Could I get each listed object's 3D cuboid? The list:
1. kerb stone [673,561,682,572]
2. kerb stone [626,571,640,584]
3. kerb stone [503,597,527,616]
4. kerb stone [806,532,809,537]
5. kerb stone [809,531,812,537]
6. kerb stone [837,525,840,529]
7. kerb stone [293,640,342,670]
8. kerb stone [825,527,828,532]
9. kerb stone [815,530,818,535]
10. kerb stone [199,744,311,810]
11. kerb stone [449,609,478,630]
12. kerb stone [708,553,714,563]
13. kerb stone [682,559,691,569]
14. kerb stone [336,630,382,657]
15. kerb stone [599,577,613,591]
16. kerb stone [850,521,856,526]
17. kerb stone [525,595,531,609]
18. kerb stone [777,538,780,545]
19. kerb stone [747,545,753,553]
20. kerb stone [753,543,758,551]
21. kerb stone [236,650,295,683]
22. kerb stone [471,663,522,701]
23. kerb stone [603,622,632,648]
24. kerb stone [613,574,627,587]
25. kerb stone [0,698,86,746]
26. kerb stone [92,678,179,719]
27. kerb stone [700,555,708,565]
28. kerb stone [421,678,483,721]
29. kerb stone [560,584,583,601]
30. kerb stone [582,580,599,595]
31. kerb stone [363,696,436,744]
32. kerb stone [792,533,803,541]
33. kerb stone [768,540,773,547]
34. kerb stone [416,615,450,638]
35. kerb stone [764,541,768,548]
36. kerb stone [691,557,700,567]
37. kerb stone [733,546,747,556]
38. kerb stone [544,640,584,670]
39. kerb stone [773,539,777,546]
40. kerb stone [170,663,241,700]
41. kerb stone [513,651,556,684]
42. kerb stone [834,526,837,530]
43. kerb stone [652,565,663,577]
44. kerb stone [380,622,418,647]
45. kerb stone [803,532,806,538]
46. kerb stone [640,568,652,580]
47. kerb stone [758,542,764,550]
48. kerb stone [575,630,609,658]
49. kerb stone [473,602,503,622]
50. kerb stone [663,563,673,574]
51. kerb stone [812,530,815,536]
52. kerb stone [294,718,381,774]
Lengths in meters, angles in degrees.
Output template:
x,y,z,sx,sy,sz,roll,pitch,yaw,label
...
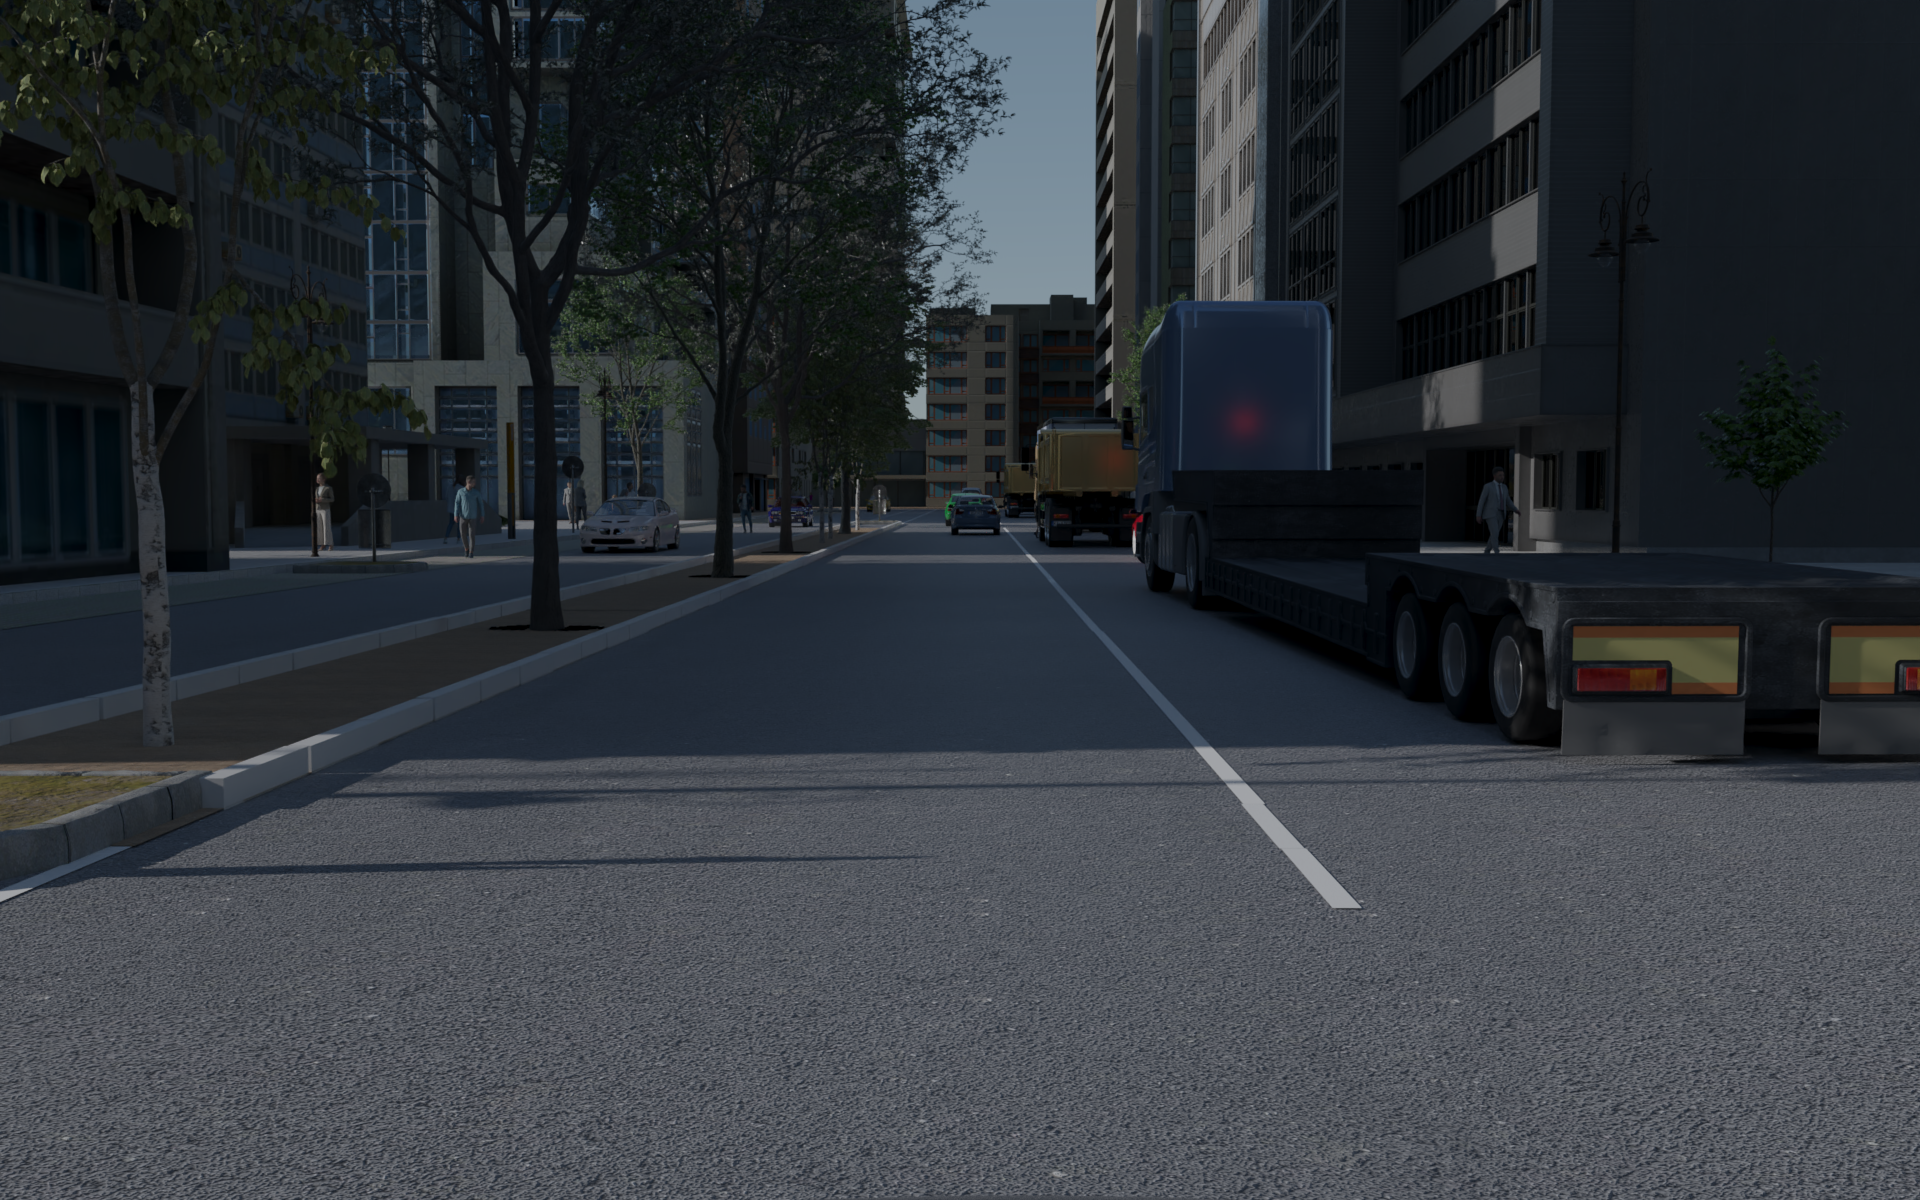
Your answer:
x,y,z,sx,sy,sz,roll,pitch,yaw,label
-5.307,-0.594,31.905,0.120,0.150,1.000,0,4,0,kerb stone
-5.330,-0.343,27.808,0.120,0.150,1.000,0,4,0,kerb stone
-5.385,0.095,20.647,0.120,0.150,1.000,0,4,0,kerb stone
-5.100,-2.098,56.500,0.120,0.150,1.000,0,4,0,kerb stone
-5.103,-2.161,57.523,0.120,0.150,1.000,0,4,0,kerb stone
-4.991,-2.969,70.830,0.120,0.150,1.000,0,4,0,kerb stone
-5.439,0.471,14.503,0.120,0.150,1.000,0,4,0,kerb stone
-5.046,-2.526,63.665,0.120,0.150,1.000,0,4,0,kerb stone
-5.087,-2.284,59.574,0.120,0.150,1.000,0,4,0,kerb stone
-3.391,0.851,8.344,0.120,0.150,1.000,0,4,0,kerb stone
-5.407,0.227,18.601,0.120,0.150,1.000,0,4,0,kerb stone
-5.271,-0.845,36.011,0.120,0.150,1.000,0,4,0,kerb stone
-5.299,-0.653,32.932,0.120,0.150,1.000,0,4,0,kerb stone
-5.439,0.408,15.525,0.120,0.150,1.000,0,4,0,kerb stone
-5.357,-0.217,25.764,0.120,0.150,1.000,0,4,0,kerb stone
-4.919,-3.600,81.063,0.120,0.150,1.000,0,4,0,kerb stone
-5.390,0.033,21.669,0.120,0.150,1.000,0,4,0,kerb stone
-5.180,-1.593,48.307,0.120,0.150,1.000,0,4,0,kerb stone
-5.218,-1.219,42.155,0.120,0.150,1.000,0,4,0,kerb stone
-5.214,-1.283,43.177,0.120,0.150,1.000,0,4,0,kerb stone
-5.453,0.533,13.481,0.120,0.150,1.000,0,4,0,kerb stone
-3.359,0.597,12.453,0.120,0.150,1.000,0,4,0,kerb stone
-3.324,0.345,16.555,0.120,0.150,1.000,0,4,0,kerb stone
-5.350,-0.279,26.786,0.120,0.150,1.000,0,4,0,kerb stone
-5.480,0.723,10.399,0.120,0.150,1.000,0,4,0,kerb stone
-5.466,0.658,11.435,0.120,0.150,1.000,0,4,0,kerb stone
-5.284,-0.780,34.987,0.120,0.150,1.000,0,4,0,kerb stone
-3.368,0.659,11.422,0.120,0.150,1.000,0,4,0,kerb stone
-5.372,-0.093,23.713,0.120,0.150,1.000,0,4,0,kerb stone
-5.364,-0.155,24.742,0.120,0.150,1.000,0,4,0,kerb stone
-3.378,0.727,10.394,0.120,0.150,1.000,0,4,0,kerb stone
-5.124,-1.969,54.448,0.120,0.150,1.000,0,4,0,kerb stone
-5.189,-1.465,46.246,0.120,0.150,1.000,0,4,0,kerb stone
-5.417,0.282,17.579,0.120,0.150,1.000,0,4,0,kerb stone
-5.202,-1.408,45.222,0.120,0.150,1.000,0,4,0,kerb stone
-5.290,-0.720,33.962,0.120,0.150,1.000,0,4,0,kerb stone
-5.232,-1.153,41.124,0.120,0.150,1.000,0,4,0,kerb stone
-3.346,0.471,14.505,0.120,0.150,1.000,0,4,0,kerb stone
-5.187,-1.530,47.268,0.120,0.150,1.000,0,4,0,kerb stone
-5.460,0.596,12.458,0.120,0.150,1.000,0,4,0,kerb stone
-3.348,0.536,13.477,0.120,0.150,1.000,0,4,0,kerb stone
-5.024,-2.785,67.759,0.120,0.150,1.000,0,4,0,kerb stone
-5.320,-0.469,29.856,0.120,0.150,1.000,0,4,0,kerb stone
-5.427,0.345,16.556,0.120,0.150,1.000,0,4,0,kerb stone
-5.117,-2.034,55.470,0.120,0.150,1.000,0,4,0,kerb stone
-5.319,-0.403,28.831,0.120,0.150,1.000,0,4,0,kerb stone
-5.200,-1.346,44.199,0.120,0.150,1.000,0,4,0,kerb stone
-3.337,0.408,15.527,0.120,0.150,1.000,0,4,0,kerb stone
-5.399,0.157,19.623,0.120,0.150,1.000,0,4,0,kerb stone
-5.308,-0.526,30.883,0.120,0.150,1.000,0,4,0,kerb stone
-5.099,-2.223,58.546,0.120,0.150,1.000,0,4,0,kerb stone
-3.377,0.790,9.366,0.120,0.150,1.000,0,4,0,kerb stone
